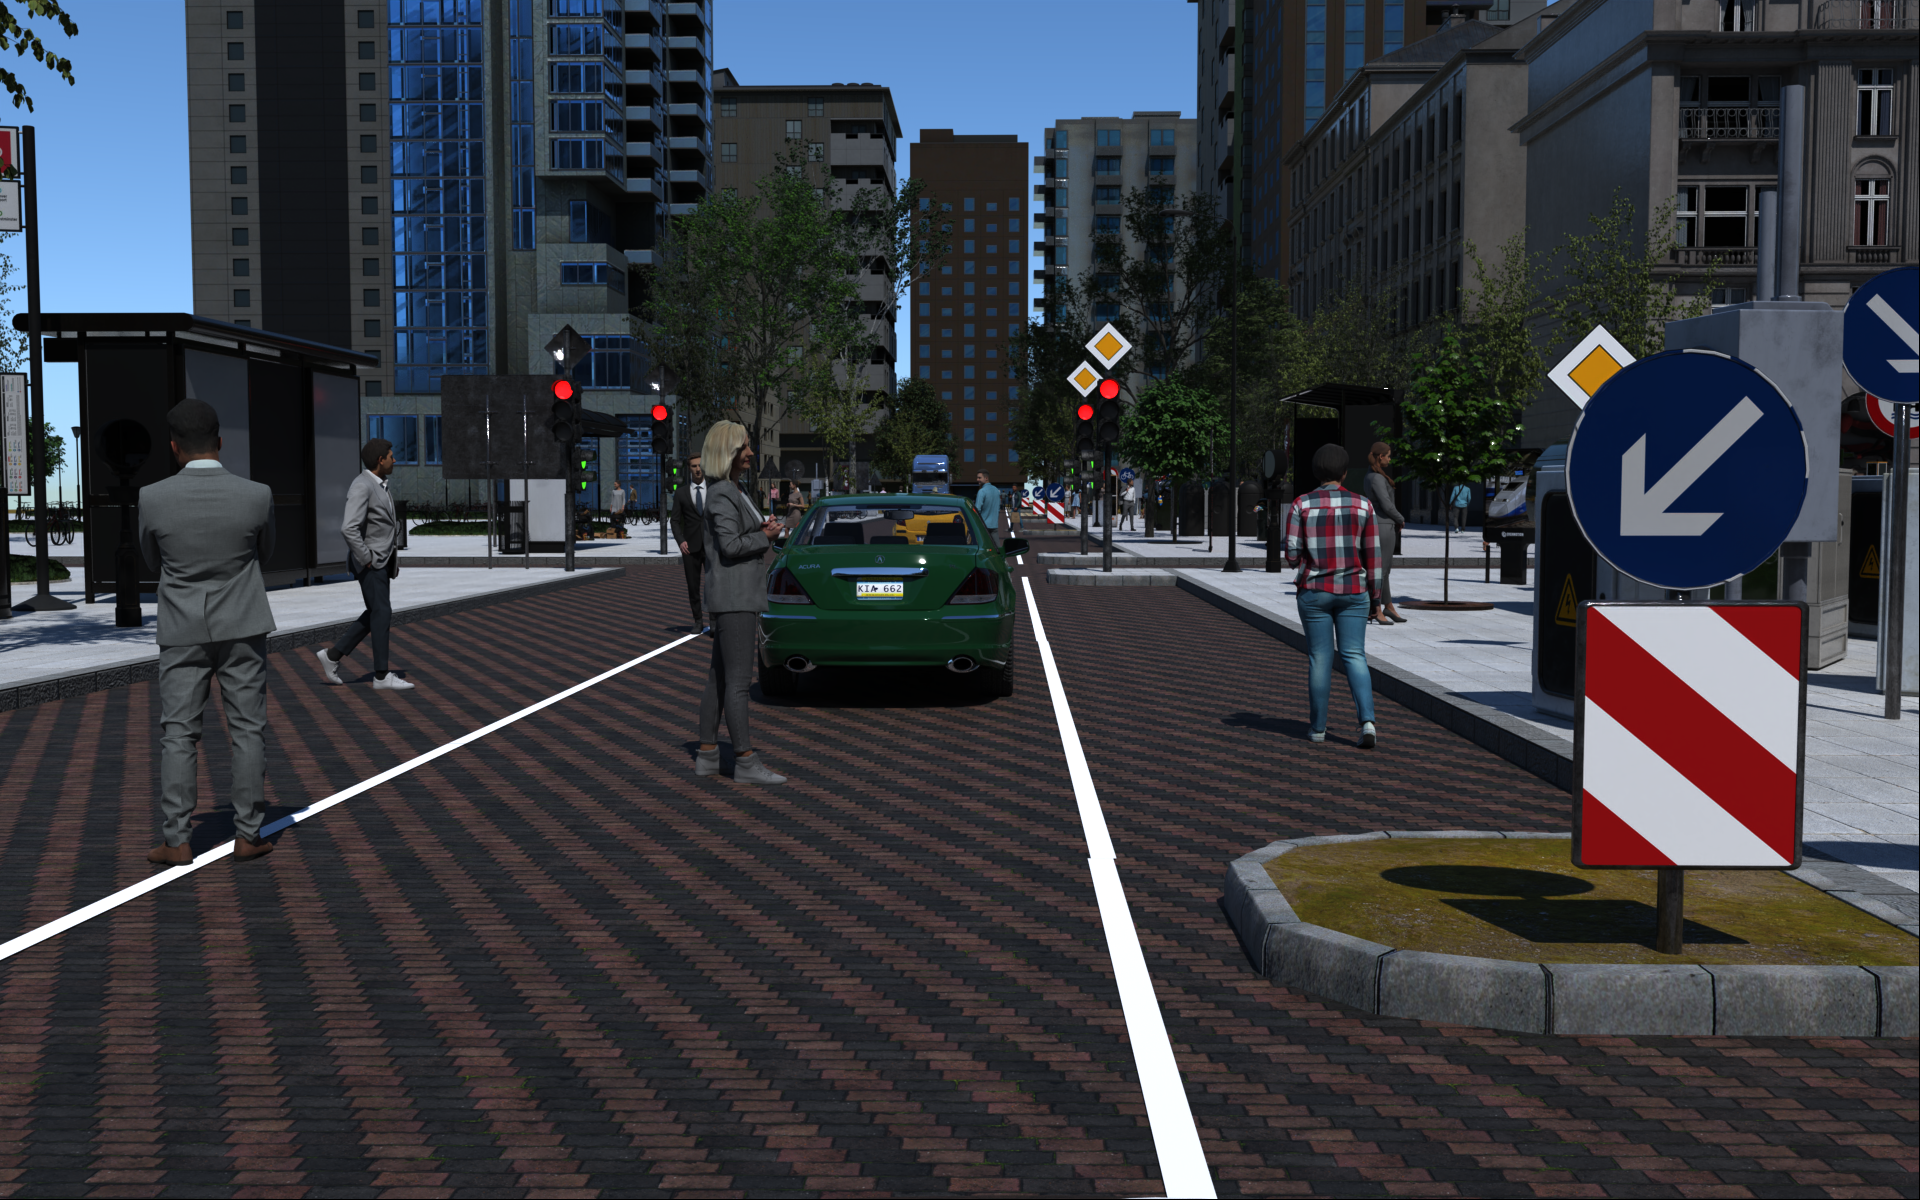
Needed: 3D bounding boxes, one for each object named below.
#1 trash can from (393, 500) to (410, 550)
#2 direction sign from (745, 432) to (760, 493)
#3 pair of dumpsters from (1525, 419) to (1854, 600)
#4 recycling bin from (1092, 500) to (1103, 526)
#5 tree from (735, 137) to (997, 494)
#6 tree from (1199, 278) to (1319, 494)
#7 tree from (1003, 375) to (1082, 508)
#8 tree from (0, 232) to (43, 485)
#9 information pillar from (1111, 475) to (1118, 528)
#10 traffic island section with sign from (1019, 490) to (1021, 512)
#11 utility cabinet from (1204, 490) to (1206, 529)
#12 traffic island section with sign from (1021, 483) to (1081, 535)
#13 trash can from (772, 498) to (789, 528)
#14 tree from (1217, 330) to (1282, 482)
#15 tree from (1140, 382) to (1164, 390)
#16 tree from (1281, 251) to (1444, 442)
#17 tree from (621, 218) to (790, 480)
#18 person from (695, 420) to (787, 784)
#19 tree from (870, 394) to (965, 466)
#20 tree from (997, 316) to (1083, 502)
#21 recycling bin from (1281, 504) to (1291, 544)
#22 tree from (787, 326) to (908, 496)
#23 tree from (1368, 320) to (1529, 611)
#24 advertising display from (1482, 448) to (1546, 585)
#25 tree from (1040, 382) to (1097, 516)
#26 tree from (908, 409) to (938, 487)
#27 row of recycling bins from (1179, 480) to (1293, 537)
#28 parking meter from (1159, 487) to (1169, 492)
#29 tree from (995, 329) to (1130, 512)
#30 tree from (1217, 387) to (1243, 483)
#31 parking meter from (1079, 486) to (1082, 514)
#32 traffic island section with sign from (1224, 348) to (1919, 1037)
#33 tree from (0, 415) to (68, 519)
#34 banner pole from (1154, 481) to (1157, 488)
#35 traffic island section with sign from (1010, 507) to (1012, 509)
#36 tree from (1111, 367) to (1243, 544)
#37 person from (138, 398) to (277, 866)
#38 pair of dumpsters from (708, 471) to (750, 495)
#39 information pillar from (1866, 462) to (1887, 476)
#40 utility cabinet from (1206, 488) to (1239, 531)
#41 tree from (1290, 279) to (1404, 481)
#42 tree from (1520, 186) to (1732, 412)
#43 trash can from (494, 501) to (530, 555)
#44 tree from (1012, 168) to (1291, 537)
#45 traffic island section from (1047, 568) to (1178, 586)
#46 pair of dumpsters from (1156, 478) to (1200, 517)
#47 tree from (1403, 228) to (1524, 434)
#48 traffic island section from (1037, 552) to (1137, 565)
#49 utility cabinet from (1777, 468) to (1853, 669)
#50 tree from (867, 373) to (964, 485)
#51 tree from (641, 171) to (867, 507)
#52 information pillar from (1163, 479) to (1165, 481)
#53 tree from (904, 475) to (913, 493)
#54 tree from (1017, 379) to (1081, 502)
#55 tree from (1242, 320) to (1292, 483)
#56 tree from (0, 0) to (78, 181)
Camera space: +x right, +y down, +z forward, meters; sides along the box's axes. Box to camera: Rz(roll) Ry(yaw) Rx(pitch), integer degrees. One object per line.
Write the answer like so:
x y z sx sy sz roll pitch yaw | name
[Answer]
-12.993 -1.714 39.685 0.748 1.137 0.748 0 3 0 | trash can
-7.696 -4.340 62.953 0.876 3.537 0.379 1 4 9 | direction sign
7.019 -0.891 17.060 1.574 2.255 4.437 0 4 1 | pair of dumpsters
5.747 -3.448 68.923 0.722 1.027 0.722 3 4 37 | recycling bin
-7.354 -14.583 94.321 12.611 20.169 13.585 0 3 0 | tree
15.569 -10.611 91.621 7.486 12.596 7.792 0 3 0 | tree
7.865 -14.733 159.009 7.486 12.596 7.792 0 3 0 | tree
-25.993 -5.799 45.178 4.360 8.622 3.978 0 3 0 | tree
5.894 -3.792 66.498 0.304 2.012 0.304 1 4 10 | information pillar
3.885 -4.859 88.069 1.989 1.847 2.006 0 4 1 | traffic island section with sign
8.758 -3.340 63.295 0.318 1.500 1.173 -3 5 -44 | utility cabinet
3.239 -3.209 61.101 1.989 1.847 2.006 0 4 1 | traffic island section with sign
-6.850 -3.336 66.200 0.748 1.137 0.748 0 3 0 | trash can
13.461 -7.630 75.105 4.360 8.622 3.978 0 3 0 | tree
13.093 -9.708 109.081 4.737 8.622 4.395 0 3 0 | tree
12.664 -6.308 53.495 4.360 8.622 3.978 0 3 0 | tree
-7.037 -5.915 47.069 4.360 8.622 3.978 0 3 0 | tree
-1.090 -0.006 8.774 0.526 1.800 0.537 1 4 9 | person
-4.481 -16.762 184.430 12.009 13.543 11.850 0 3 0 | tree
10.837 -19.917 181.528 12.611 20.169 13.585 0 3 0 | tree
8.692 -1.991 45.110 0.722 1.027 0.722 3 5 42 | recycling bin
-5.665 -7.712 76.447 4.737 8.622 4.395 0 3 0 | tree
5.344 -1.516 19.381 1.663 3.219 1.824 0 3 0 | tree
7.849 -1.181 24.516 0.123 1.923 0.974 -3 4 -38 | advertising display
6.709 -9.321 102.759 4.737 8.622 4.395 0 3 0 | tree
-4.239 -11.992 146.435 4.737 8.622 4.395 0 3 0 | tree
8.401 -2.781 52.575 3.534 1.692 1.069 1 4 12 | row of recycling bins
7.341 -3.297 62.318 0.372 1.533 0.369 0 3 0 | parking meter
7.600 -13.273 127.384 12.009 13.543 11.850 0 3 0 | tree
16.360 -9.050 98.322 4.737 8.622 4.395 0 3 0 | tree
7.825 -6.408 110.482 0.399 1.863 0.255 -1 4 -20 | parking meter
1.903 0.190 5.527 1.989 1.847 2.006 0 4 1 | traffic island section with sign
-33.708 -4.775 61.786 4.285 4.588 4.351 0 3 0 | tree
8.634 -5.299 76.653 0.401 3.779 0.863 0 4 -2 | banner pole
5.131 -8.006 139.518 1.989 1.847 2.006 0 4 1 | traffic island section with sign
5.632 -3.743 44.909 4.285 4.588 4.351 0 3 0 | tree
-2.965 0.113 6.839 0.511 1.800 0.466 -3 4 -37 | person
-8.936 -3.955 67.165 1.574 2.255 4.437 0 4 1 | pair of dumpsters
20.922 -2.146 39.582 0.304 2.012 0.304 -2 4 -23 | information pillar
9.137 -3.098 59.332 1.173 1.500 0.318 2 4 30 | utility cabinet
14.036 -6.726 60.335 4.737 8.622 4.395 0 3 0 | tree
16.407 -5.626 42.353 4.737 8.622 4.395 0 3 0 | tree
-9.520 -1.542 36.863 0.748 1.137 0.748 0 3 0 | trash can
5.504 -7.116 50.752 8.767 10.594 7.601 1 4 15 | tree
2.448 -0.382 28.527 2.009 0.180 2.903 0 4 1 | traffic island section
9.311 -4.358 73.742 1.574 2.255 4.437 0 4 1 | pair of dumpsters
14.848 -5.986 48.230 4.737 8.622 4.395 0 3 0 | tree
2.641 -0.870 36.510 2.009 0.180 2.903 0 4 1 | traffic island section
6.449 -0.267 13.039 0.318 1.500 1.173 3 4 36 | utility cabinet
-4.298 -15.091 163.752 9.611 12.733 9.660 0 3 0 | tree
-6.551 -7.947 55.692 9.928 11.665 9.643 0 3 0 | tree
9.451 -4.605 79.784 0.304 2.012 0.304 2 4 29 | information pillar
-4.452 -9.567 151.026 1.663 3.219 1.824 0 3 0 | tree
8.388 -13.675 149.347 9.928 11.665 9.643 0 3 0 | tree
14.192 -7.187 67.872 4.737 8.622 4.395 0 3 0 | tree
-7.653 -3.768 11.976 4.737 8.622 4.395 0 3 0 | tree
